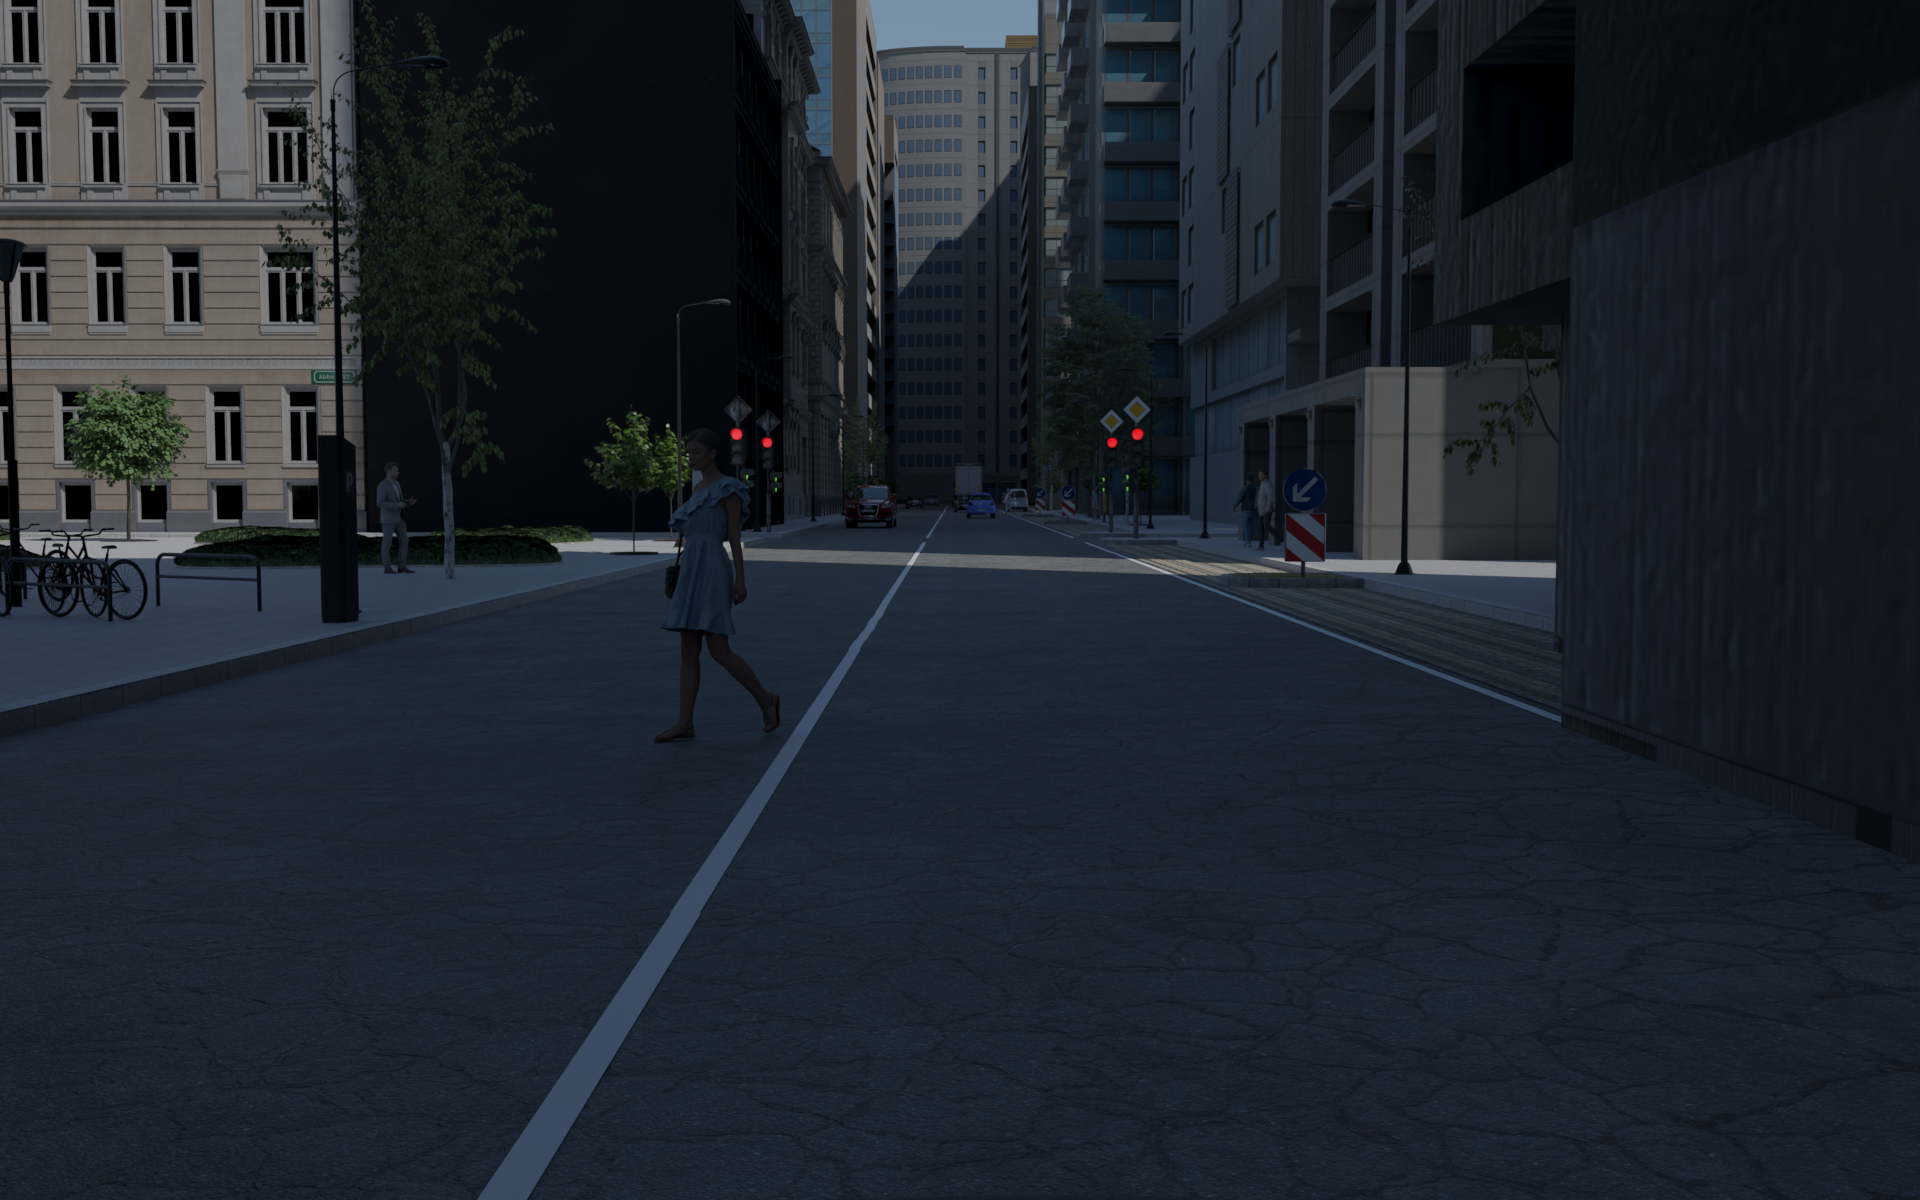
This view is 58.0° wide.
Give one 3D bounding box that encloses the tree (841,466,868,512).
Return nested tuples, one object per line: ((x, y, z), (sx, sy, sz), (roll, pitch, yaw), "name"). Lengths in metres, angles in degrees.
((-7.371, -7.615, 119.114), (1.663, 3.219, 1.824), (0, 3, 0), "tree")

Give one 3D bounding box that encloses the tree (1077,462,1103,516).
((7.875, -6.498, 100.835), (1.663, 3.219, 1.824), (0, 3, 0), "tree")

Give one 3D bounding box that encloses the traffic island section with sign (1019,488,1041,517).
((4.922, -6.168, 109.467), (1.989, 1.847, 2.006), (0, 4, 0), "traffic island section with sign")

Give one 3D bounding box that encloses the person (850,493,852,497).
((-7.887, -7.294, 125.567), (0.573, 1.790, 0.520), (-2, 4, -34), "person")

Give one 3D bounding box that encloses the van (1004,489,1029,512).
((4.613, -8.175, 140.671), (2.013, 2.044, 4.112), (0, 4, -1), "van")

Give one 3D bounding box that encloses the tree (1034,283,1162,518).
((7.417, -10.735, 93.639), (7.486, 12.596, 7.792), (0, 3, 0), "tree")

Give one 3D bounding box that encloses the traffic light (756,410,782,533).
((-6.349, -4.197, 57.541), (0.839, 4.253, 0.868), (0, 4, 0), "traffic light")

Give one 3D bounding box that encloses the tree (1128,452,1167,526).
((7.315, -4.644, 70.525), (1.663, 3.219, 1.824), (0, 3, 0), "tree")

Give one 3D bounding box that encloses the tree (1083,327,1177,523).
((7.309, -7.635, 75.189), (4.360, 8.622, 3.978), (0, 3, 0), "tree")

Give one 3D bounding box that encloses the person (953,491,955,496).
((-0.469, -12.032, 205.750), (0.750, 1.759, 0.617), (-1, 4, -17), "person")

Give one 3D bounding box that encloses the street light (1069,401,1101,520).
((6.370, -6.978, 86.633), (1.470, 5.913, 1.316), (0, 4, 0), "street light")

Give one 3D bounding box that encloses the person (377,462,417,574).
((-9.068, -1.325, 27.907), (0.583, 1.804, 0.606), (1, 4, 10), "person")

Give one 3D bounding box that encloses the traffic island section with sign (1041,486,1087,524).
((4.992, -4.506, 82.299), (1.989, 1.847, 2.006), (0, 4, 0), "traffic island section with sign")

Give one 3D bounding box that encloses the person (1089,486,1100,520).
((6.583, -4.745, 84.624), (0.522, 1.701, 0.512), (1, 4, 9), "person")

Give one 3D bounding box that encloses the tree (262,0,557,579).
((-7.859, -4.615, 25.811), (4.737, 8.622, 4.395), (0, 3, 0), "tree")

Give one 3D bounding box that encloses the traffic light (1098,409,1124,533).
((5.013, -4.200, 57.586), (0.839, 4.253, 0.868), (0, 4, 0), "traffic light")

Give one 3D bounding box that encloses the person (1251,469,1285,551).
((7.009, -2.043, 39.287), (0.795, 1.843, 0.661), (0, 4, -1), "person")

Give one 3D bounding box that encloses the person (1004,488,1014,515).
((3.437, -6.894, 121.098), (0.818, 1.842, 0.514), (-1, 4, -13), "person")

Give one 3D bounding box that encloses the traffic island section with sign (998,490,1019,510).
((4.794, -9.250, 159.871), (1.989, 1.847, 2.006), (0, 4, 0), "traffic island section with sign")

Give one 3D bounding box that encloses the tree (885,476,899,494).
((-7.485, -12.030, 191.286), (1.663, 3.219, 1.824), (0, 3, 0), "tree")

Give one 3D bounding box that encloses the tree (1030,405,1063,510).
((7.198, -11.323, 135.485), (4.737, 8.622, 4.395), (0, 3, 0), "tree")

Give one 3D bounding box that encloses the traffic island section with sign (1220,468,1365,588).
((5.135, -1.131, 27.122), (1.989, 1.847, 2.006), (0, 4, 0), "traffic island section with sign")

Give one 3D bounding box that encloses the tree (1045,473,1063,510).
((7.566, -8.928, 140.579), (1.663, 3.219, 1.824), (0, 3, 0), "tree")

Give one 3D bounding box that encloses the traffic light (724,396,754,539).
((-6.328, -3.709, 49.555), (0.839, 4.253, 0.868), (0, 4, 0), "traffic light")

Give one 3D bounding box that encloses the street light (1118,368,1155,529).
((6.488, -5.582, 63.811), (1.470, 5.913, 1.316), (0, 4, 0), "street light")

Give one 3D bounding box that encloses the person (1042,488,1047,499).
((6.726, -8.065, 138.620), (0.721, 1.743, 1.217), (-1, 4, -17), "person")

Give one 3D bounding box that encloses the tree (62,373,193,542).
((-22.552, -3.863, 46.875), (4.285, 4.588, 4.351), (0, 3, 0), "tree")

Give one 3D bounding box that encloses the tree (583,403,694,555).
((-6.893, -2.582, 36.811), (1.663, 3.219, 1.824), (0, 3, 0), "tree")

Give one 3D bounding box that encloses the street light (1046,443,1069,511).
((6.327, -8.343, 108.950), (1.470, 5.913, 1.316), (0, 4, 0), "street light")

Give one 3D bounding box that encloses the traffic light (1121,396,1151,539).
((5.033, -3.711, 49.601), (0.839, 4.253, 0.868), (0, 4, 0), "traffic light")

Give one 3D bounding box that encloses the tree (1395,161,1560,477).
((7.958, -4.415, 22.545), (4.360, 8.622, 3.978), (0, 3, 0), "tree")

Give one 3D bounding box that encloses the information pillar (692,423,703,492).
((-8.520, -3.990, 56.588), (0.504, 3.616, 0.183), (-1, 4, -13), "information pillar")

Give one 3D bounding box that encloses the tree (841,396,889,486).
((-7.091, -10.958, 129.523), (4.737, 8.622, 4.395), (0, 3, 0), "tree")

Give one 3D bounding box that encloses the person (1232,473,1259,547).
((7.009, -2.177, 41.985), (0.623, 1.781, 0.721), (-2, 4, -32), "person")

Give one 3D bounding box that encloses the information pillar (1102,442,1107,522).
((6.538, -5.315, 78.254), (0.183, 3.616, 0.504), (0, 4, -5), "information pillar")

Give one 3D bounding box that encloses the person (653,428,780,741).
((-1.463, -0.096, 10.169), (0.778, 1.811, 0.616), (-2, 4, -32), "person")
